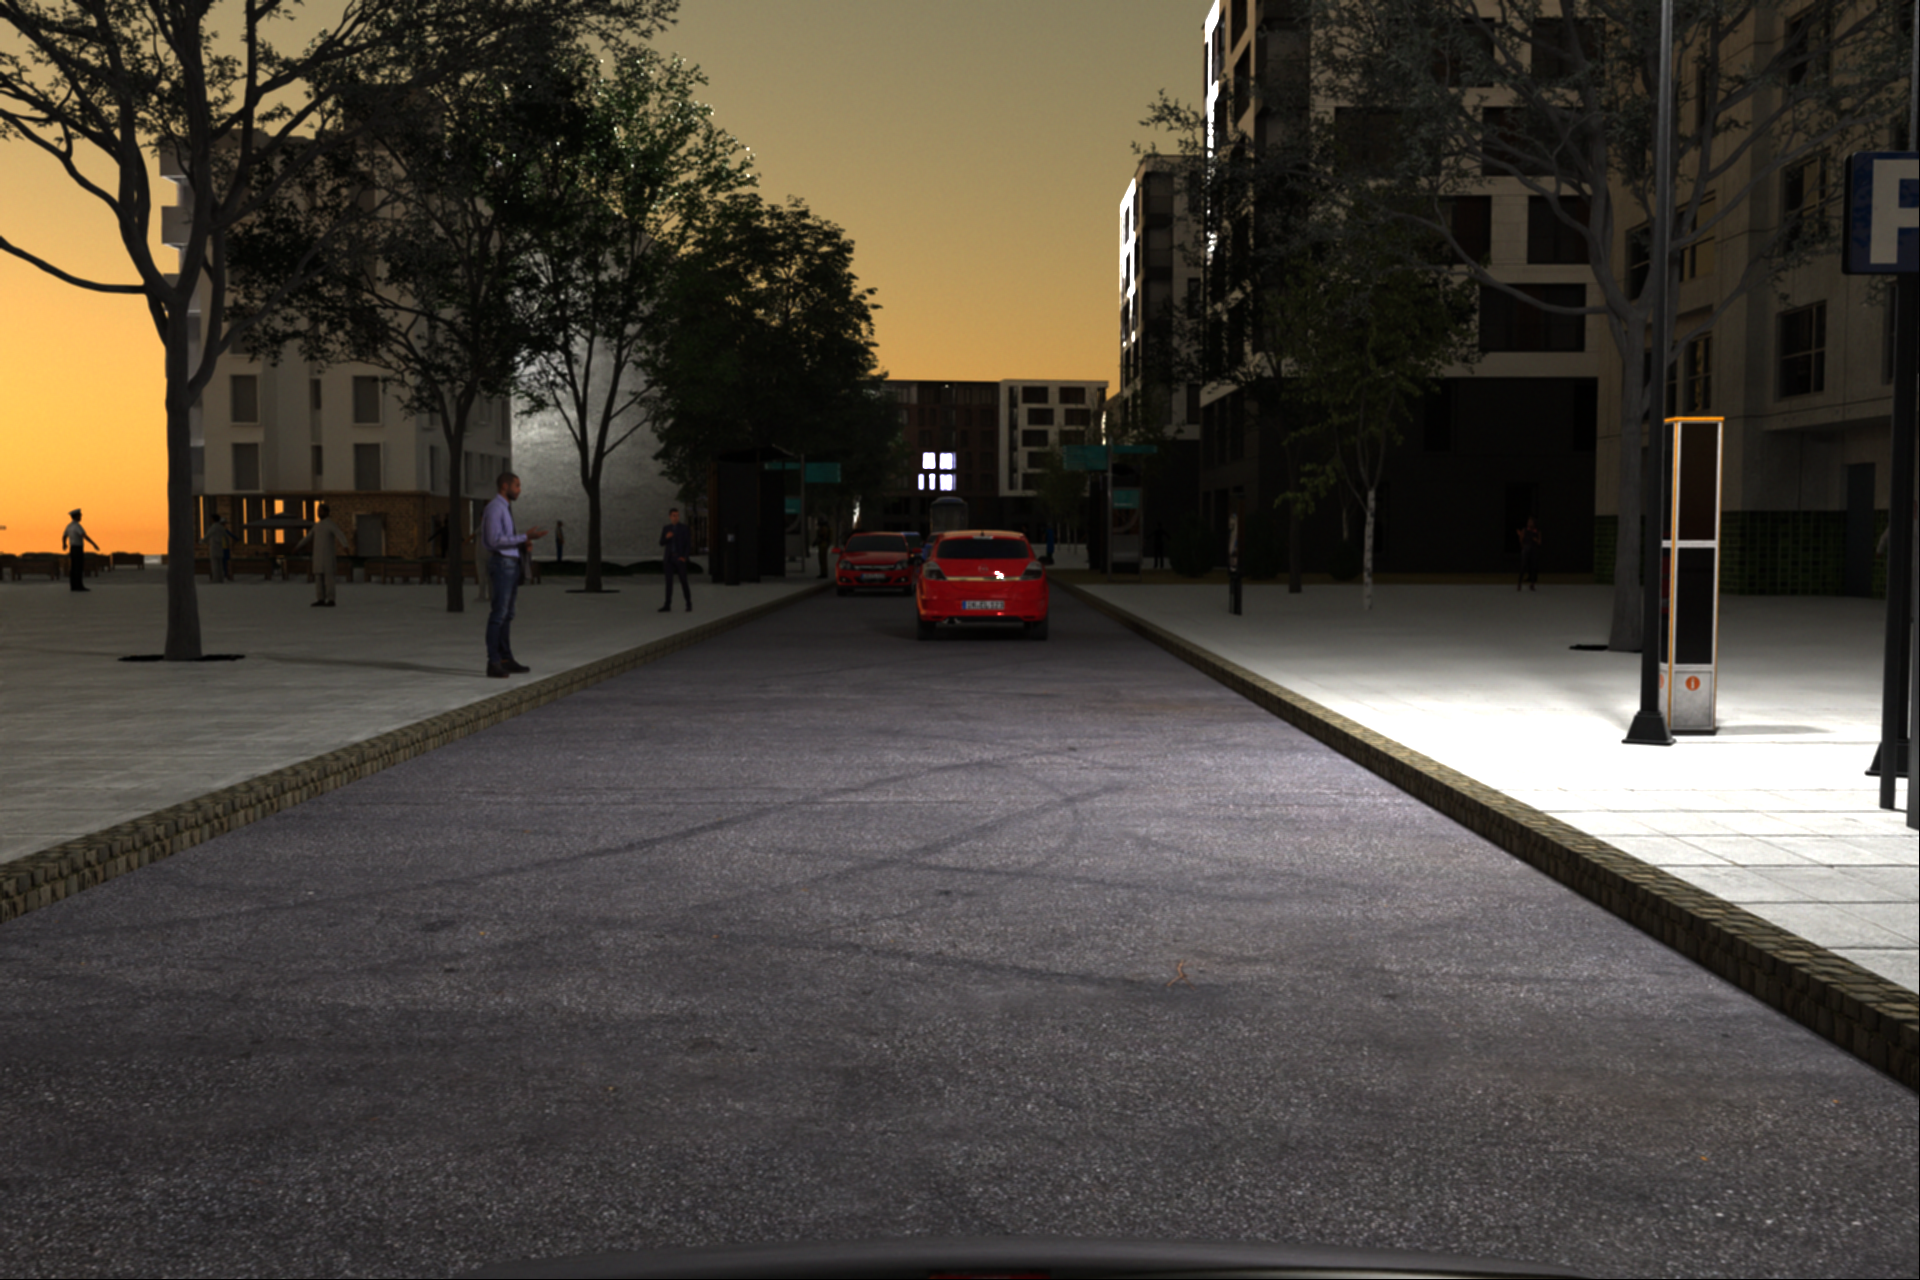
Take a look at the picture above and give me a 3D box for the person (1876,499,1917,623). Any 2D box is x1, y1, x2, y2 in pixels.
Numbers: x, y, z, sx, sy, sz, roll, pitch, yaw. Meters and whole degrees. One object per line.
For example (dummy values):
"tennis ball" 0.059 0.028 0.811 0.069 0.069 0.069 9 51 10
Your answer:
"person" 13.737 -1.159 25.089 0.704 1.811 1.347 -1 4 -14

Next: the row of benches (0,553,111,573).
"row of benches" -30.456 -2.572 57.519 1.422 0.672 4.104 3 5 42

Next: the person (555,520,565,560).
"person" -15.530 -3.758 67.293 0.705 1.847 1.347 -1 4 -20

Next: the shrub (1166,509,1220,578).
"shrub" 6.845 -2.844 50.914 1.690 2.028 1.600 0 3 0

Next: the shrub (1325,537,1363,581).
"shrub" 10.432 -2.197 47.034 1.383 1.207 1.383 0 3 0

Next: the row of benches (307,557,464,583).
"row of benches" -15.247 -1.888 46.333 4.104 0.672 1.422 -1 4 -10

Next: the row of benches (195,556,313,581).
"row of benches" -19.811 -1.992 48.039 4.104 0.672 1.422 -2 4 -31

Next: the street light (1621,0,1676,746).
"street light" 4.780 -2.319 10.462 1.470 5.913 1.316 0 4 0

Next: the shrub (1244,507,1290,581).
"shrub" 8.272 -2.668 48.040 1.690 2.028 1.600 0 3 0

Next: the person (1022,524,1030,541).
"person" 2.362 -3.325 63.009 0.705 1.806 1.347 0 4 0

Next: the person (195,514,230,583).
"person" -19.401 -2.381 45.118 0.705 1.806 1.347 1 4 12

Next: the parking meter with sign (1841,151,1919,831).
"parking meter with sign" 4.326 -0.668 7.183 0.543 3.016 1.738 0 4 1

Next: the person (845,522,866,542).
"person" -4.452 -4.309 76.587 1.346 1.812 0.704 -1 4 -17

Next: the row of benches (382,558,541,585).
"row of benches" -12.674 -1.766 44.330 4.104 0.672 1.422 0 4 4

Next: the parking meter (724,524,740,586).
"parking meter" -5.696 -2.134 43.294 0.372 1.533 0.369 0 3 0

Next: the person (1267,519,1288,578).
"person" 9.144 -2.668 50.424 1.217 1.733 0.721 -3 5 -42

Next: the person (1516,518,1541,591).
"person" 12.803 -1.924 38.978 0.593 1.643 0.415 -2 4 -30

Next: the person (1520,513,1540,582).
"person" 15.347 -2.482 46.518 0.705 1.837 1.347 0 4 3

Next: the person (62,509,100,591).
"person" -19.857 -2.031 38.991 1.343 1.855 0.704 2 4 33

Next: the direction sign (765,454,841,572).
"direction sign" -5.244 -4.256 58.348 2.525 3.948 1.411 0 4 0

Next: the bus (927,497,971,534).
"bus" -0.707 -7.803 119.133 2.896 3.916 12.251 0 3 0

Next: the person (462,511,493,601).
"person" -9.138 -1.613 33.151 0.721 1.739 1.217 2 4 34

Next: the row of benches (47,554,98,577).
"row of benches" -27.196 -2.296 52.995 1.422 0.672 4.104 -3 4 -38

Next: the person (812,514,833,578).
"person" -4.004 -2.725 50.321 0.705 1.858 1.354 1 4 11

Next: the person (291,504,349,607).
"person" -11.290 -1.506 30.710 1.344 1.819 0.704 2 4 26

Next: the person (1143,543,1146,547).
"person" 7.592 -3.913 73.248 0.599 1.433 0.991 -1 4 -21

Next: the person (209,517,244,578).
"person" -21.690 -2.733 51.151 1.216 1.772 0.721 1 4 17

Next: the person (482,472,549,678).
"person" -4.007 -0.599 15.700 0.599 1.838 0.709 0 4 -5

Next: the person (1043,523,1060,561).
"person" 4.255 -4.610 81.506 0.704 1.817 1.347 3 4 38

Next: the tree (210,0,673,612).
"tree" -8.425 -5.724 27.993 8.767 10.594 7.601 1 4 8

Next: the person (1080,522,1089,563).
"person" 5.814 -4.392 77.952 0.704 1.843 1.345 2 4 33

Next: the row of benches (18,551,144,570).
"row of benches" -31.184 -2.806 61.333 4.104 0.672 1.422 -3 4 -38

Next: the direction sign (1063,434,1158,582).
"direction sign" 4.004 -3.491 45.843 2.525 3.948 1.411 0 4 1

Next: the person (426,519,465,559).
"person" -17.698 -3.270 59.687 1.346 1.802 0.704 -1 4 -21

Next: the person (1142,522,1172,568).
"person" 7.387 -3.544 64.670 1.216 1.740 0.721 -1 4 -19

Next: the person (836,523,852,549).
"person" -5.483 -4.737 83.580 0.705 1.813 1.348 2 4 35

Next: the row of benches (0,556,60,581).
"row of benches" -27.014 -1.980 47.830 4.104 0.672 1.422 -1 4 -14

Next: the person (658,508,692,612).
"person" -4.707 -1.324 28.606 0.541 1.710 0.530 1 4 21

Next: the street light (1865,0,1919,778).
"street light" 5.535 -2.233 9.048 1.470 5.913 1.316 0 4 1
